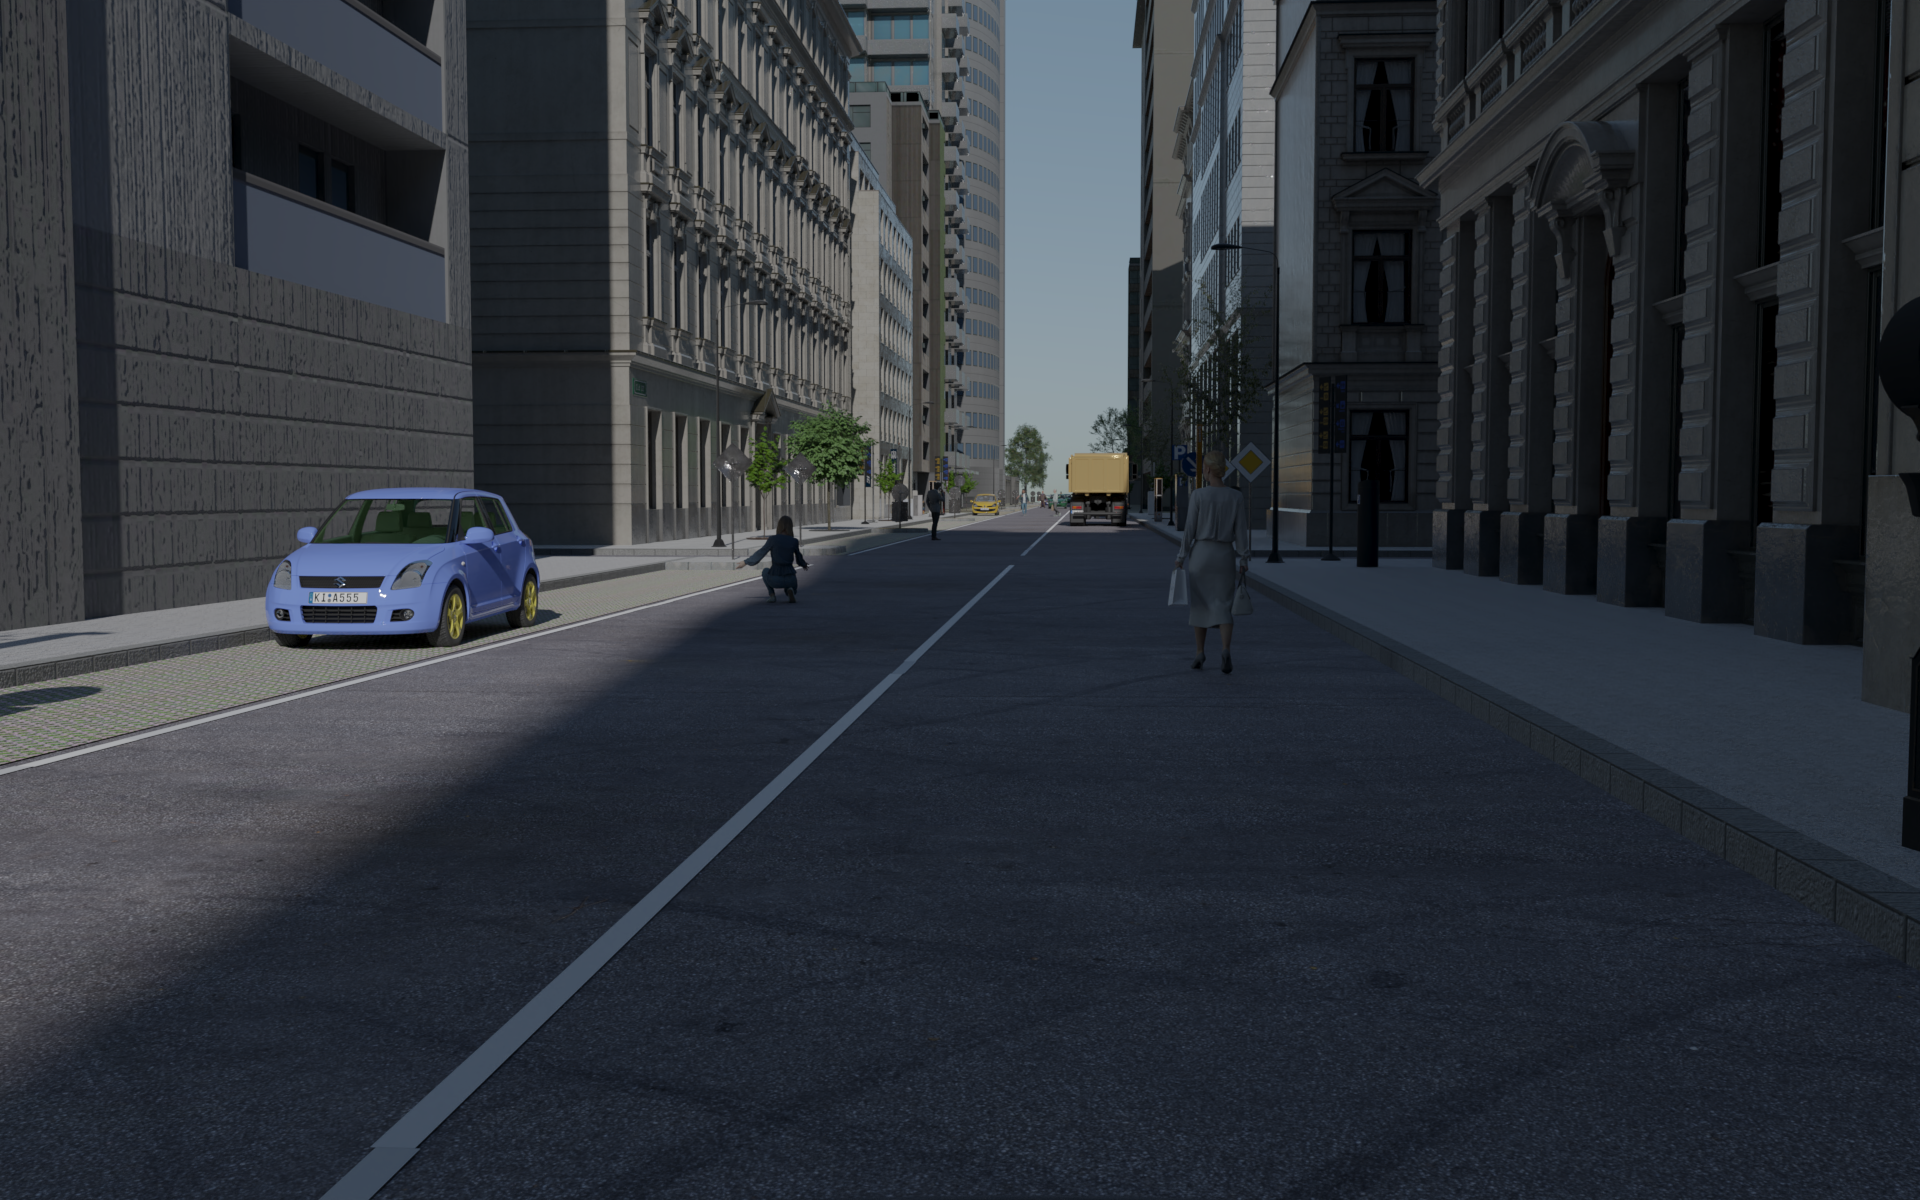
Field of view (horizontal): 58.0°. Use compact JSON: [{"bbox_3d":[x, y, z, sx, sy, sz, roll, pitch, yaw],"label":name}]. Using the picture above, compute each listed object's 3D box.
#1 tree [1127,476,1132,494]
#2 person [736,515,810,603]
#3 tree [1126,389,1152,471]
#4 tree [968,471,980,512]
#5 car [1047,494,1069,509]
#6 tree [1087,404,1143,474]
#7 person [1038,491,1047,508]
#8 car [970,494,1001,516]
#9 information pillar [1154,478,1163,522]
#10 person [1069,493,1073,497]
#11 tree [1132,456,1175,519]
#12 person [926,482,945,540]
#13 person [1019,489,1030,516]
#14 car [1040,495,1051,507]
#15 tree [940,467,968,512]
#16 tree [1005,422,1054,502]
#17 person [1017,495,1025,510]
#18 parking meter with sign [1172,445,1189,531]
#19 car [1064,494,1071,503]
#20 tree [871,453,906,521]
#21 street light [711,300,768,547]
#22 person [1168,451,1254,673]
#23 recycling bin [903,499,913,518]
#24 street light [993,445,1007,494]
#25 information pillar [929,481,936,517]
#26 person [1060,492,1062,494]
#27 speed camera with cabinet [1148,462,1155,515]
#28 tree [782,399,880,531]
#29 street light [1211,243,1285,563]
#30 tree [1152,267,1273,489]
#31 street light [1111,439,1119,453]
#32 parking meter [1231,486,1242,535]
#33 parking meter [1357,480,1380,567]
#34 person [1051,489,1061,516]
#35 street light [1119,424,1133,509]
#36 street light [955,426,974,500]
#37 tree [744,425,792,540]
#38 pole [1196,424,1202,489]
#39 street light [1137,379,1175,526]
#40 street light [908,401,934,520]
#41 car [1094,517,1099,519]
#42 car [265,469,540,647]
[{"bbox_3d":[15.323,-10.026,158.529,1.663,3.219,1.824,0,3,0],"label":"tree"},{"bbox_3d":[-2.465,-0.549,22.968,1.012,1.151,0.738,-1,4,-11],"label":"person"},{"bbox_3d":[13.613,-10.379,120.055,4.360,8.622,3.978,0,3,0],"label":"tree"},{"bbox_3d":[0.368,-8.150,127.853,1.663,3.219,1.824,0,3,0],"label":"tree"},{"bbox_3d":[9.557,-9.639,169.389,2.131,1.459,4.920,0,4,4],"label":"car"},{"bbox_3d":[18.558,-16.789,200.258,9.928,11.665,9.643,0,3,0],"label":"tree"},{"bbox_3d":[8.409,-10.203,175.867,0.990,1.755,0.434,1,4,23],"label":"person"},{"bbox_3d":[1.722,-6.409,115.008,2.015,1.641,3.980,0,4,3],"label":"car"},{"bbox_3d":[9.227,-4.653,80.576,0.304,2.012,0.304,-1,4,-12],"label":"information pillar"},{"bbox_3d":[13.377,-11.964,204.066,1.348,1.831,0.705,1,4,22],"label":"person"},{"bbox_3d":[10.219,-5.765,88.857,1.663,3.219,1.824,0,3,0],"label":"tree"},{"bbox_3d":[-0.754,-2.754,53.711,0.473,1.802,0.592,-2,4,-29],"label":"person"},{"bbox_3d":[4.202,-6.413,113.702,0.623,1.781,0.721,-1,4,-22],"label":"person"},{"bbox_3d":[9.814,-10.897,190.738,1.945,1.354,3.894,0,4,3],"label":"car"},{"bbox_3d":[-0.543,-7.831,122.632,1.663,3.219,1.824,0,3,0],"label":"tree"},{"bbox_3d":[10.459,-21.924,275.464,9.611,12.733,9.660,0,3,0],"label":"tree"},{"bbox_3d":[5.680,-9.023,156.731,1.217,1.736,0.721,0,4,-1],"label":"person"},{"bbox_3d":[7.724,-3.927,60.473,0.543,3.016,1.738,0,4,3],"label":"parking meter with sign"},{"bbox_3d":[14.193,-13.667,232.252,1.959,1.807,4.718,0,4,5],"label":"car"},{"bbox_3d":[-3.310,-5.350,82.075,1.663,3.219,1.824,0,3,0],"label":"tree"},{"bbox_3d":[-5.289,-4.228,41.668,1.470,5.913,1.316,0,4,4],"label":"street light"},{"bbox_3d":[2.014,-0.311,13.933,0.694,1.780,0.624,1,4,11],"label":"person"},{"bbox_3d":[-2.981,-4.940,93.331,0.722,1.027,0.722,-2,4,-28],"label":"recycling bin"},{"bbox_3d":[3.733,-11.683,163.564,1.470,5.913,1.316,0,4,4],"label":"street light"},{"bbox_3d":[-1.544,-5.715,97.929,0.304,2.012,0.304,3,4,37],"label":"information pillar"},{"bbox_3d":[14.400,-14.592,247.167,1.348,1.812,0.705,-2,4,-31],"label":"person"},{"bbox_3d":[12.075,-6.894,107.049,0.660,3.252,2.038,1,4,16],"label":"speed camera with cabinet"},{"bbox_3d":[-4.460,-4.665,59.994,4.285,4.588,4.351,0,3,0],"label":"tree"},{"bbox_3d":[5.343,-3.649,32.201,1.470,5.913,1.316,0,4,4],"label":"street light"},{"bbox_3d":[8.534,-6.503,56.684,4.360,8.622,3.978,0,3,0],"label":"tree"},{"bbox_3d":[13.729,-10.611,146.025,1.470,5.913,1.316,0,4,4],"label":"street light"},{"bbox_3d":[8.754,-2.842,54.873,0.372,1.533,0.369,0,3,0],"label":"parking meter"},{"bbox_3d":[7.166,-1.346,30.415,0.372,1.533,0.369,0,3,0],"label":"parking meter"},{"bbox_3d":[6.231,-6.332,112.515,0.515,1.767,0.782,-1,4,-8],"label":"person"},{"bbox_3d":[11.542,-8.736,115.368,1.470,5.913,1.316,0,4,4],"label":"street light"},{"bbox_3d":[0.260,-8.898,118.025,1.470,5.913,1.316,0,4,4],"label":"street light"},{"bbox_3d":[-5.397,-3.319,48.869,1.663,3.219,1.824,0,3,0],"label":"tree"},{"bbox_3d":[6.999,-3.479,50.719,0.158,3.312,0.155,0,3,0],"label":"pole"},{"bbox_3d":[8.023,-5.964,70.046,1.470,5.913,1.316,0,4,4],"label":"street light"},{"bbox_3d":[-1.998,-7.001,87.006,1.470,5.913,1.316,0,4,4],"label":"street light"},{"bbox_3d":[8.693,-5.547,100.917,2.015,1.641,3.980,0,4,2],"label":"car"},{"bbox_3d":[-5.472,-0.469,17.260,1.945,1.707,3.694,0,4,3],"label":"car"}]
